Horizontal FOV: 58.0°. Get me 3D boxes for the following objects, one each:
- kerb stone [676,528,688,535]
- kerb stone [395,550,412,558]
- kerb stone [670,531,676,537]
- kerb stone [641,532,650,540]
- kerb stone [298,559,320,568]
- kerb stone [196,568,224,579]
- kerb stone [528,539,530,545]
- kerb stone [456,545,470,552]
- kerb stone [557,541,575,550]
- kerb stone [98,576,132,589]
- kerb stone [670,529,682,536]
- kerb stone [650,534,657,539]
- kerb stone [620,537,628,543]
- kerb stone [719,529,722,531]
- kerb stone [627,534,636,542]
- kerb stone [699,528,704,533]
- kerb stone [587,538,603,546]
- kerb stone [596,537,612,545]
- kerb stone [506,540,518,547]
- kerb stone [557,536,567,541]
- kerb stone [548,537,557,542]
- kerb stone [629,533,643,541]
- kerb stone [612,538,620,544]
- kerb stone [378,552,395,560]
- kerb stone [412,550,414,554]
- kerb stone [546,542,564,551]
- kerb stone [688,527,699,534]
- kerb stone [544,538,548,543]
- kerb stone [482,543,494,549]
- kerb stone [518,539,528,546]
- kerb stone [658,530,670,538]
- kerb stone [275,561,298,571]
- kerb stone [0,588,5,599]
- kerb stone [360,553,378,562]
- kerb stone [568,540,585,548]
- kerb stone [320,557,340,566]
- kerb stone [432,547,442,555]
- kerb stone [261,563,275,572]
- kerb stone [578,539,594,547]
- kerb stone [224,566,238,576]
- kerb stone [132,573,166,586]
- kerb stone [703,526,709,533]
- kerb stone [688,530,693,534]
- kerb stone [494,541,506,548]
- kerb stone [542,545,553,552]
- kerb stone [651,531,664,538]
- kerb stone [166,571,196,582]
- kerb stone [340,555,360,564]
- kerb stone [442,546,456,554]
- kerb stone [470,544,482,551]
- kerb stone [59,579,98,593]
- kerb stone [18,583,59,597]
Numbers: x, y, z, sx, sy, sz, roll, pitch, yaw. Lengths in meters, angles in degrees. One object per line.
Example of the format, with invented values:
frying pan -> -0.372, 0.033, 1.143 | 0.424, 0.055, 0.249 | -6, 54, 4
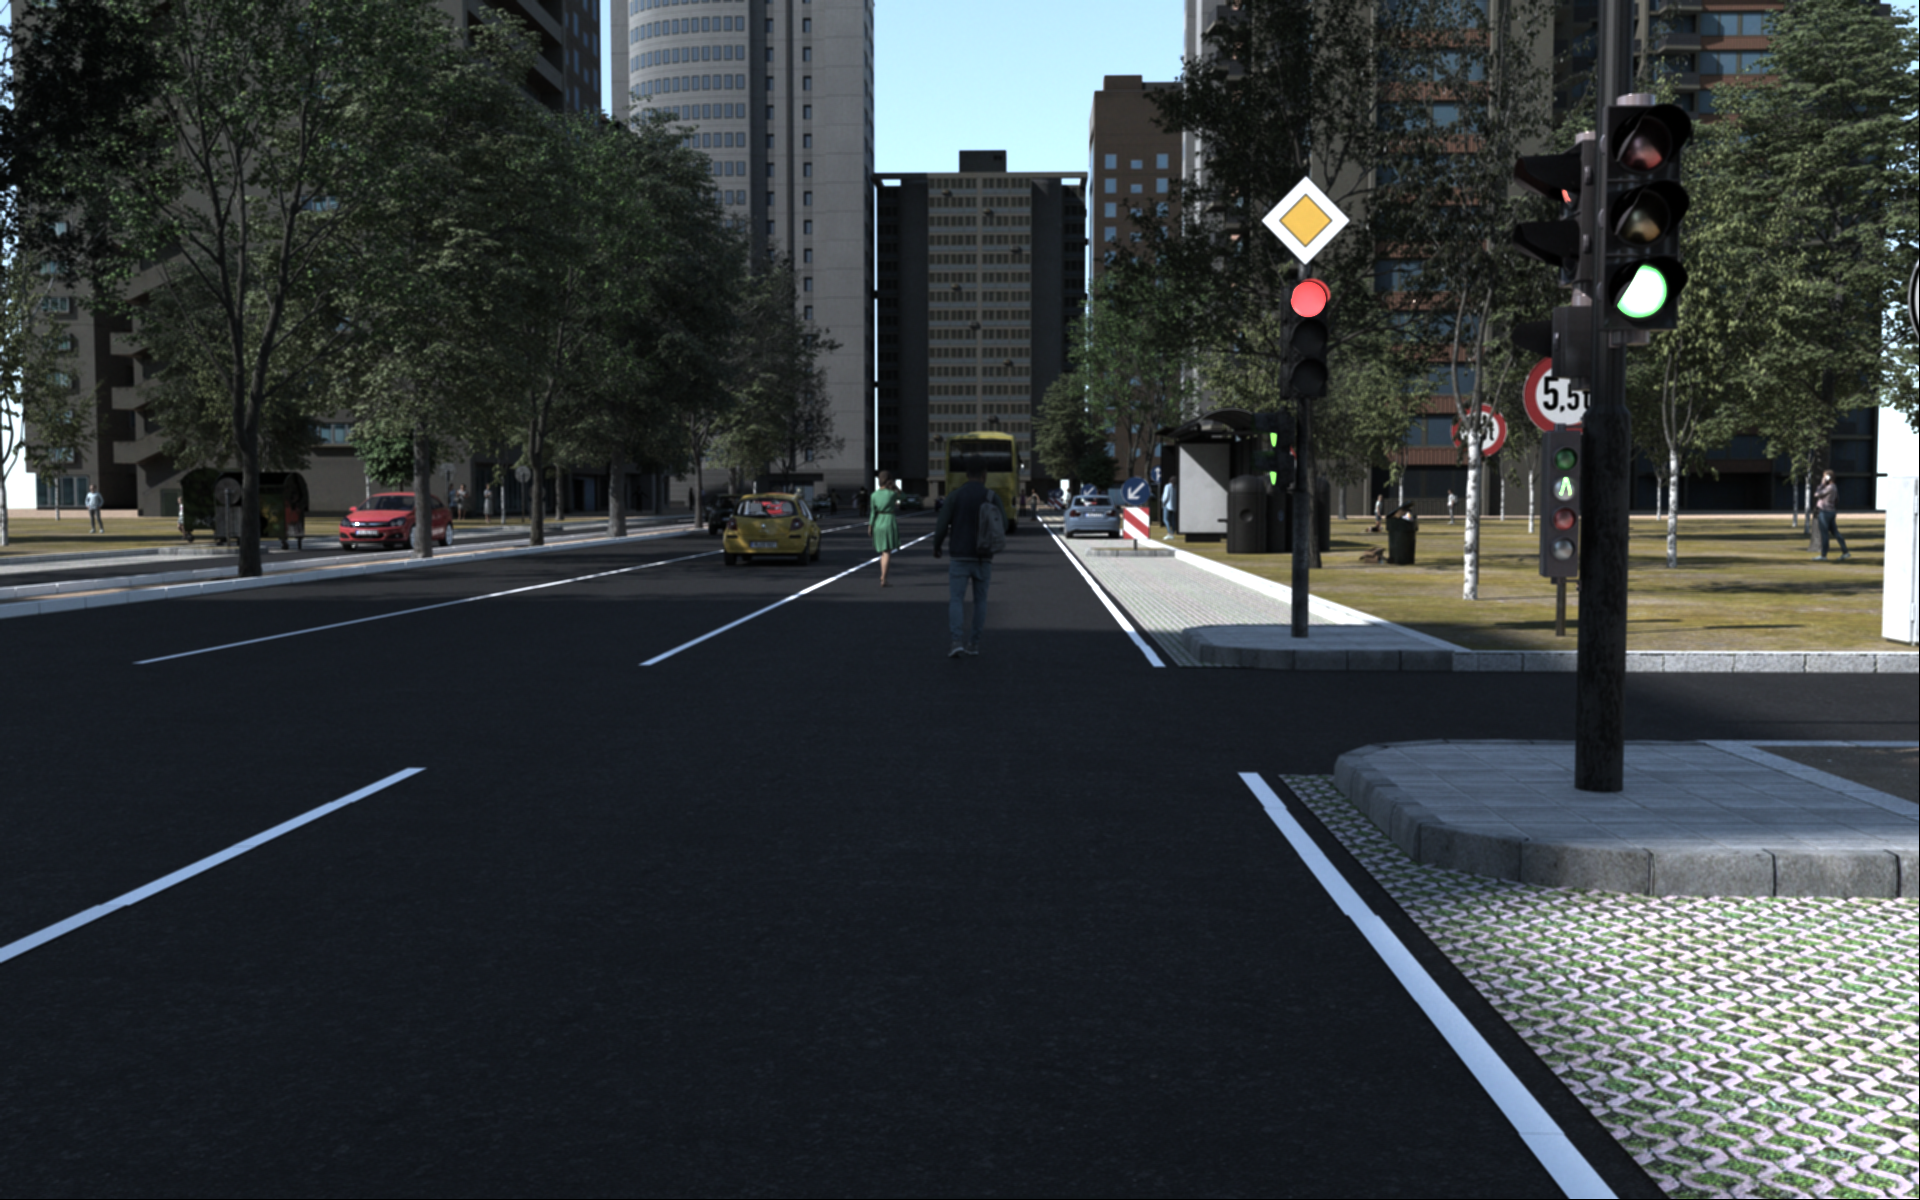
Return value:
kerb stone -> -9.691, -2.319, 60.113 | 0.120, 0.150, 1.000 | 0, 4, 2
kerb stone -> -12.528, -1.006, 38.642 | 0.120, 0.150, 1.000 | 0, 4, 2
kerb stone -> -9.760, -2.192, 58.069 | 0.120, 0.150, 1.000 | 0, 4, 2
kerb stone -> -9.906, -1.944, 53.980 | 0.120, 0.150, 1.000 | 0, 4, 2
kerb stone -> -12.703, -0.691, 33.530 | 0.120, 0.150, 1.000 | 0, 4, 2
kerb stone -> -12.843, -0.433, 29.435 | 0.120, 0.150, 1.000 | 0, 4, 2
kerb stone -> -12.172, -1.632, 48.884 | 0.120, 0.150, 1.000 | 0, 4, 2
kerb stone -> -12.379, -1.256, 42.742 | 0.120, 0.150, 1.000 | 0, 4, 2
kerb stone -> -10.212, -1.381, 44.767 | 0.120, 0.150, 1.000 | 0, 4, 2
kerb stone -> -12.954, -0.250, 26.365 | 0.120, 0.150, 1.000 | 0, 4, 2
kerb stone -> -9.723, -2.257, 59.090 | 0.120, 0.150, 1.000 | 0, 4, 2
kerb stone -> -9.863, -2.005, 55.001 | 0.120, 0.150, 1.000 | 0, 4, 2
kerb stone -> -10.002, -1.754, 50.900 | 0.120, 0.150, 1.000 | 0, 4, 2
kerb stone -> -9.409, -2.820, 68.296 | 0.120, 0.150, 1.000 | 0, 4, 2
kerb stone -> -9.972, -1.819, 51.929 | 0.120, 0.150, 1.000 | 0, 4, 2
kerb stone -> -9.577, -2.506, 63.182 | 0.120, 0.150, 1.000 | 0, 4, 2
kerb stone -> -10.108, -1.568, 47.835 | 0.120, 0.150, 1.000 | 0, 4, 2
kerb stone -> -10.073, -1.631, 48.856 | 0.120, 0.150, 1.000 | 0, 4, 2
kerb stone -> -12.239, -1.507, 46.835 | 0.120, 0.150, 1.000 | 0, 4, 2
kerb stone -> -12.066, -1.820, 51.951 | 0.120, 0.150, 1.000 | 0, 4, 2
kerb stone -> -12.108, -1.757, 50.928 | 0.120, 0.150, 1.000 | 0, 4, 2
kerb stone -> -9.932, -1.881, 52.951 | 0.120, 0.150, 1.000 | 0, 4, 2
kerb stone -> -10.047, -1.693, 49.878 | 0.120, 0.150, 1.000 | 0, 4, 2
kerb stone -> -12.564, -0.943, 37.618 | 0.120, 0.150, 1.000 | 0, 4, 2
kerb stone -> -12.487, -1.069, 39.666 | 0.120, 0.150, 1.000 | 0, 4, 2
kerb stone -> -10.249, -1.318, 43.743 | 0.120, 0.150, 1.000 | 0, 4, 2
kerb stone -> -9.620, -2.444, 62.160 | 0.120, 0.150, 1.000 | 0, 4, 2
kerb stone -> -12.136, -1.691, 49.906 | 0.120, 0.150, 1.000 | 0, 4, 2
kerb stone -> -12.319, -1.378, 44.793 | 0.120, 0.150, 1.000 | 0, 4, 2
kerb stone -> -12.206, -1.568, 47.860 | 0.120, 0.150, 1.000 | 0, 4, 2
kerb stone -> -9.795, -2.132, 57.047 | 0.120, 0.150, 1.000 | 0, 4, 2
kerb stone -> -12.737, -0.631, 32.507 | 0.120, 0.150, 1.000 | 0, 4, 2
kerb stone -> -13.056, -0.067, 23.296 | 0.120, 0.150, 1.000 | 0, 4, 2
kerb stone -> -12.601, -0.881, 36.596 | 0.120, 0.150, 1.000 | 0, 4, 2
kerb stone -> -10.179, -1.440, 45.791 | 0.120, 0.150, 1.000 | 0, 4, 2
kerb stone -> -12.674, -0.756, 34.552 | 0.120, 0.150, 1.000 | 0, 4, 2
kerb stone -> -12.453, -1.127, 40.688 | 0.120, 0.150, 1.000 | 0, 4, 2
kerb stone -> -12.769, -0.568, 31.477 | 0.120, 0.150, 1.000 | 0, 4, 2
kerb stone -> -10.143, -1.505, 46.813 | 0.120, 0.150, 1.000 | 0, 4, 2
kerb stone -> -12.810, -0.502, 30.456 | 0.120, 0.150, 1.000 | 0, 4, 2
kerb stone -> -12.909, -0.312, 27.387 | 0.120, 0.150, 1.000 | 0, 4, 2
kerb stone -> -9.553, -2.566, 64.204 | 0.120, 0.150, 1.000 | 0, 4, 2
kerb stone -> -9.656, -2.381, 61.136 | 0.120, 0.150, 1.000 | 0, 4, 2
kerb stone -> -12.275, -1.442, 45.814 | 0.120, 0.150, 1.000 | 0, 4, 2
kerb stone -> -10.289, -1.255, 42.712 | 0.120, 0.150, 1.000 | 0, 4, 2
kerb stone -> -9.829, -2.066, 56.026 | 0.120, 0.150, 1.000 | 0, 4, 2
kerb stone -> -12.876, -0.380, 28.413 | 0.120, 0.150, 1.000 | 0, 4, 2
kerb stone -> -12.633, -0.818, 35.573 | 0.120, 0.150, 1.000 | 0, 4, 2
kerb stone -> -12.423, -1.190, 41.716 | 0.120, 0.150, 1.000 | 0, 4, 2
kerb stone -> -12.354, -1.320, 43.771 | 0.120, 0.150, 1.000 | 0, 4, 2
kerb stone -> -12.980, -0.192, 25.343 | 0.120, 0.150, 1.000 | 0, 4, 2
kerb stone -> -13.021, -0.128, 24.319 | 0.120, 0.150, 1.000 | 0, 4, 2
